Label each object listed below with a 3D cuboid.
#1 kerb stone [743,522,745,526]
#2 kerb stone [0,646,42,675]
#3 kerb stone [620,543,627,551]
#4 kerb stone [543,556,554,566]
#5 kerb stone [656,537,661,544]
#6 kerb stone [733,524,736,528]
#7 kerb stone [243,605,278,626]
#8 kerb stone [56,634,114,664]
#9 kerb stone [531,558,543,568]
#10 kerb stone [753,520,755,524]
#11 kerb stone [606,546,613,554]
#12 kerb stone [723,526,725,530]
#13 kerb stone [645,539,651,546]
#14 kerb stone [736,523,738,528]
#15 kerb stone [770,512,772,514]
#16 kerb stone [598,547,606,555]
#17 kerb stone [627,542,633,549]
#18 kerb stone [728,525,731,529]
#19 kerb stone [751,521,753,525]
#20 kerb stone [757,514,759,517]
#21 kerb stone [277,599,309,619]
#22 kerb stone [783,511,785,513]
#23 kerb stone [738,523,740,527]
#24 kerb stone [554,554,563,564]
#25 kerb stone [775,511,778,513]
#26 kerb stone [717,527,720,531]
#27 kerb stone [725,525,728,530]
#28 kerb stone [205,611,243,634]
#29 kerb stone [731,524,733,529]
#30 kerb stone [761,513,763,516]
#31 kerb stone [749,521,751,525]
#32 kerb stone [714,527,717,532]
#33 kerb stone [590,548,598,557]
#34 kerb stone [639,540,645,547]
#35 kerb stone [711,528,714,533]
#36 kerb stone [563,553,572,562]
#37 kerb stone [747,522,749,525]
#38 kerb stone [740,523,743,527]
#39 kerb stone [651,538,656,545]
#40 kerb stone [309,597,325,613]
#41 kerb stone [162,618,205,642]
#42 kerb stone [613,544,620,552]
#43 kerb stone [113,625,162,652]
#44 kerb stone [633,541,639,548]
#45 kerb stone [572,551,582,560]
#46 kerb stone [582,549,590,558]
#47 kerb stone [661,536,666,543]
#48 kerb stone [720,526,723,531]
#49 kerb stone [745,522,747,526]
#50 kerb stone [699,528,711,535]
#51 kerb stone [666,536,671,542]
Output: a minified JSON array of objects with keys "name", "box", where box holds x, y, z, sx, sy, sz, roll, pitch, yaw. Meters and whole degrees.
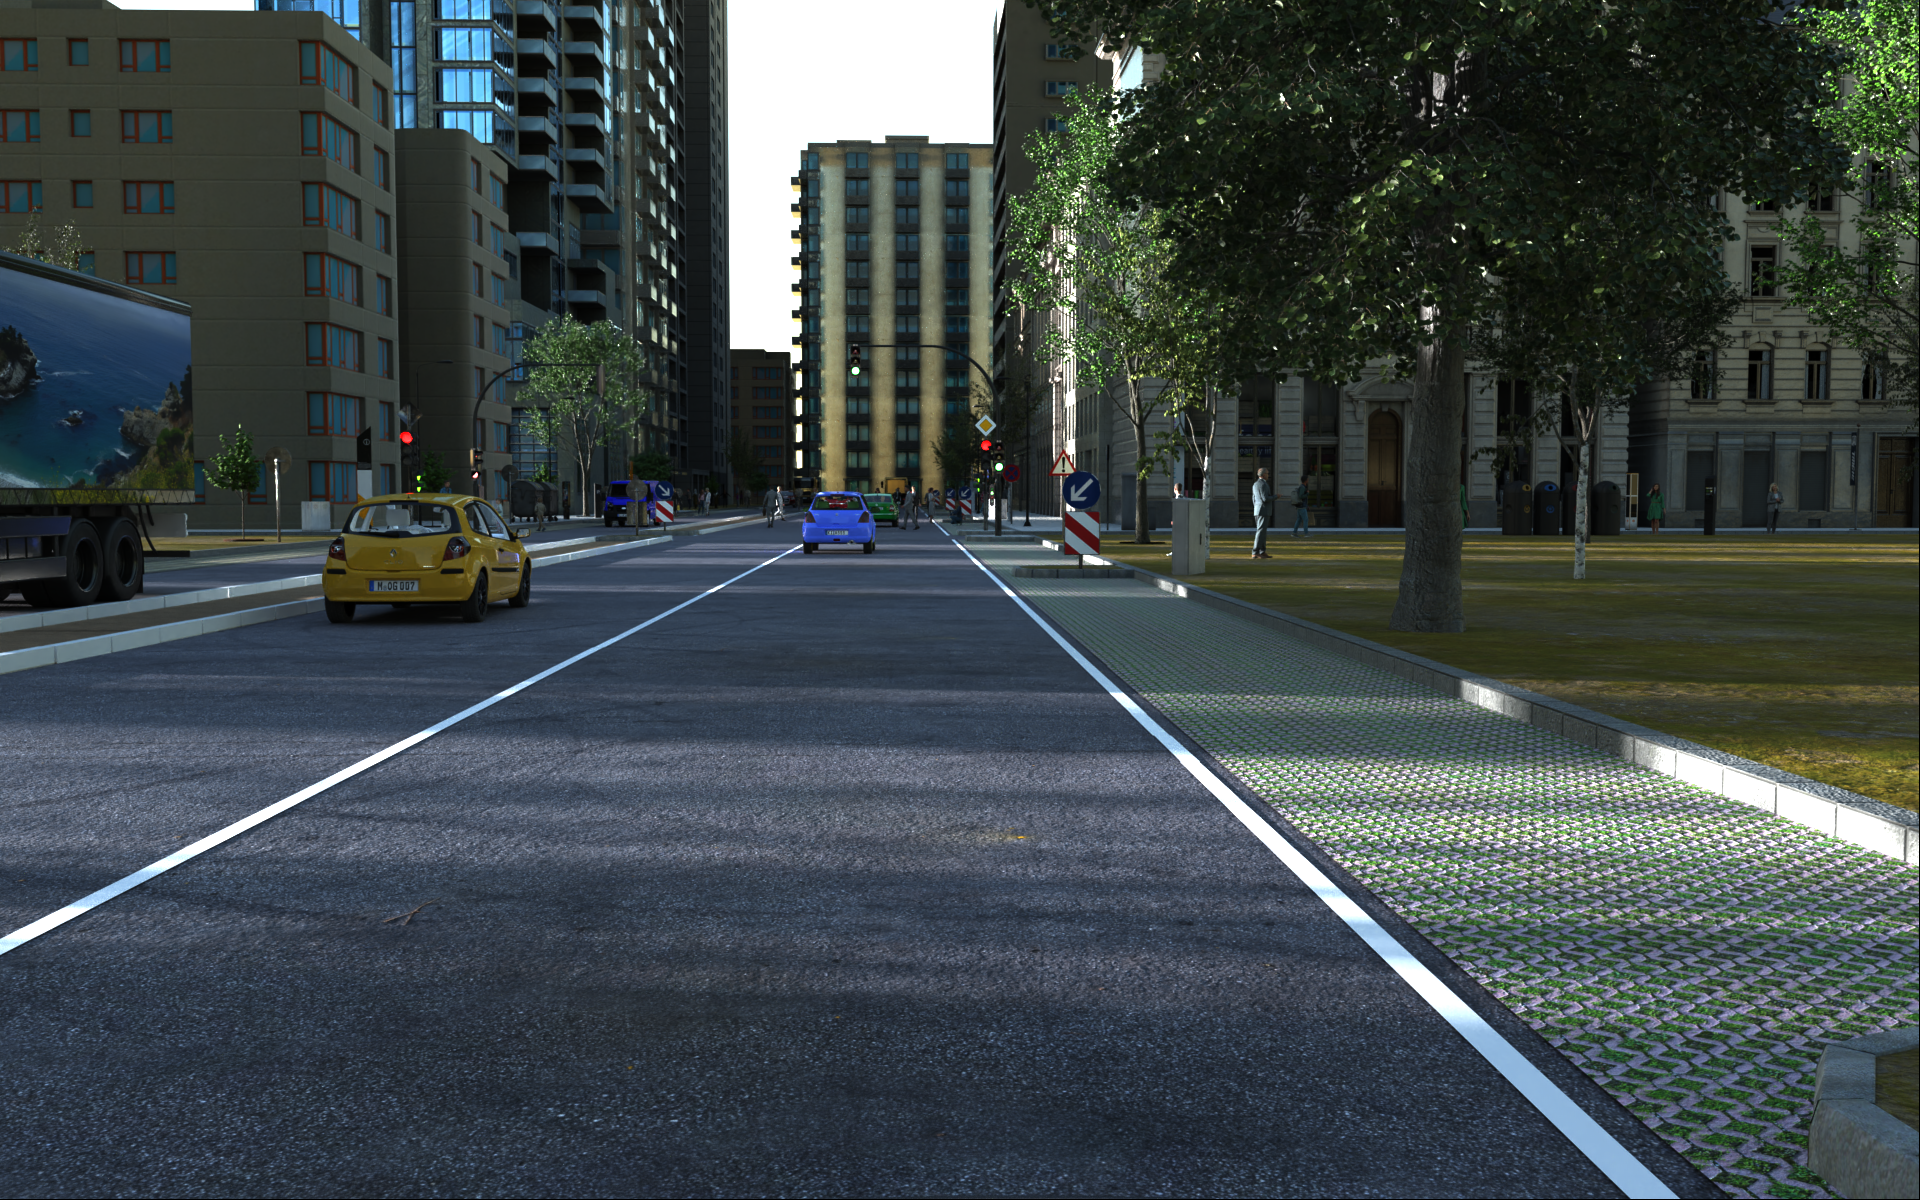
[{"name":"kerb stone","box":[-9.675,-3.291,76.130,0.120,0.150,1.000,0,4,-2]},{"name":"kerb stone","box":[-7.682,0.495,14.105,0.120,0.150,1.000,0,4,-2]},{"name":"kerb stone","box":[-8.630,-1.322,43.813,0.120,0.150,1.000,0,4,-2]},{"name":"kerb stone","box":[-8.329,-0.757,34.579,0.120,0.150,1.000,0,4,-2]},{"name":"kerb stone","box":[-8.832,-1.700,49.983,0.120,0.150,1.000,0,4,-2]},{"name":"kerb stone","box":[-9.549,-3.048,72.024,0.120,0.150,1.000,0,4,-2]},{"name":"kerb stone","box":[-7.844,0.182,19.220,0.120,0.150,1.000,0,4,-2]},{"name":"kerb stone","box":[-7.704,0.433,15.129,0.120,0.150,1.000,0,4,-2]},{"name":"kerb stone","box":[-8.301,-0.695,33.551,0.120,0.150,1.000,0,4,-2]},{"name":"kerb stone","box":[-9.839,-3.613,81.263,0.120,0.150,1.000,0,4,-2]},{"name":"kerb stone","box":[-8.570,-1.196,41.766,0.120,0.150,1.000,0,4,-2]},{"name":"kerb stone","box":[-9.411,-2.796,67.924,0.120,0.150,1.000,0,4,-2]},{"name":"kerb stone","box":[-8.770,-1.574,47.935,0.120,0.150,1.000,0,4,-2]},{"name":"kerb stone","box":[-9.581,-3.111,73.055,0.120,0.150,1.000,0,4,-2]},{"name":"kerb stone","box":[-13.159,-5.925,119.078,0.120,0.150,1.000,0,4,-2]},{"name":"kerb stone","box":[-8.532,-1.135,40.745,0.120,0.150,1.000,0,4,-2]},{"name":"kerb stone","box":[-8.672,-1.378,44.846,0.120,0.150,1.000,0,4,-2]},{"name":"kerb stone","box":[-9.478,-2.919,69.973,0.120,0.150,1.000,0,4,-2]},{"name":"kerb stone","box":[-9.807,-3.548,80.241,0.120,0.150,1.000,0,4,-2]},{"name":"kerb stone","box":[-12.799,-5.237,107.825,0.120,0.150,1.000,0,4,-2]},{"name":"kerb stone","box":[-7.874,0.119,20.247,0.120,0.150,1.000,0,4,-2]},{"name":"kerb stone","box":[-13.562,-6.676,131.347,0.120,0.150,1.000,0,4,-2]},{"name":"kerb stone","box":[-9.611,-3.171,74.082,0.120,0.150,1.000,0,4,-2]},{"name":"kerb stone","box":[-8.374,-0.820,35.600,0.120,0.150,1.000,0,4,-2]},{"name":"kerb stone","box":[-13.327,-6.238,124.187,0.120,0.150,1.000,0,4,-2]},{"name":"kerb stone","box":[-9.354,-2.672,65.880,0.120,0.150,1.000,0,4,-2]},{"name":"kerb stone","box":[-9.448,-2.858,68.951,0.120,0.150,1.000,0,4,-2]},{"name":"kerb stone","box":[-7.812,0.248,18.198,0.120,0.150,1.000,0,4,-2]},{"name":"kerb stone","box":[-9.509,-2.985,71.003,0.120,0.150,1.000,0,4,-2]},{"name":"kerb stone","box":[-12.898,-5.425,110.897,0.120,0.150,1.000,0,4,-2]},{"name":"kerb stone","box":[-9.781,-3.488,79.219,0.120,0.150,1.000,0,4,-2]},{"name":"kerb stone","box":[-9.308,-2.609,64.859,0.120,0.150,1.000,0,4,-2]},{"name":"kerb stone","box":[-8.504,-1.071,39.705,0.120,0.150,1.000,0,4,-2]},{"name":"kerb stone","box":[-8.737,-1.512,46.909,0.120,0.150,1.000,0,4,-2]},{"name":"kerb stone","box":[-9.280,-2.547,63.837,0.120,0.150,1.000,0,4,-2]},{"name":"kerb stone","box":[-8.407,-0.879,36.622,0.120,0.150,1.000,0,4,-2]},{"name":"kerb stone","box":[-9.745,-3.423,78.186,0.120,0.150,1.000,0,4,-2]},{"name":"kerb stone","box":[-9.641,-3.236,75.107,0.120,0.150,1.000,0,4,-2]},{"name":"kerb stone","box":[-8.794,-1.636,48.961,0.120,0.150,1.000,0,4,-2]},{"name":"kerb stone","box":[-7.904,0.062,21.269,0.120,0.150,1.000,0,4,-2]},{"name":"kerb stone","box":[-7.776,0.308,17.171,0.120,0.150,1.000,0,4,-2]},{"name":"kerb stone","box":[-8.598,-1.257,42.788,0.120,0.150,1.000,0,4,-2]},{"name":"kerb stone","box":[-7.738,0.370,16.150,0.120,0.150,1.000,0,4,-2]},{"name":"kerb stone","box":[-8.703,-1.447,45.879,0.120,0.150,1.000,0,4,-2]},{"name":"kerb stone","box":[-8.433,-0.945,37.648,0.120,0.150,1.000,0,4,-2]},{"name":"kerb stone","box":[-8.467,-1.007,38.673,0.120,0.150,1.000,0,4,-2]},{"name":"kerb stone","box":[-8.869,-1.762,51.008,0.120,0.150,1.000,0,4,-2]},{"name":"kerb stone","box":[-9.382,-2.734,66.902,0.120,0.150,1.000,0,4,-2]},{"name":"kerb stone","box":[-9.712,-3.361,77.153,0.120,0.150,1.000,0,4,-2]},{"name":"kerb stone","box":[-9.252,-2.483,62.799,0.120,0.150,1.000,0,4,-2]},{"name":"kerb stone","box":[-8.895,-1.817,52.030,0.120,0.150,1.000,0,4,-2]}]
